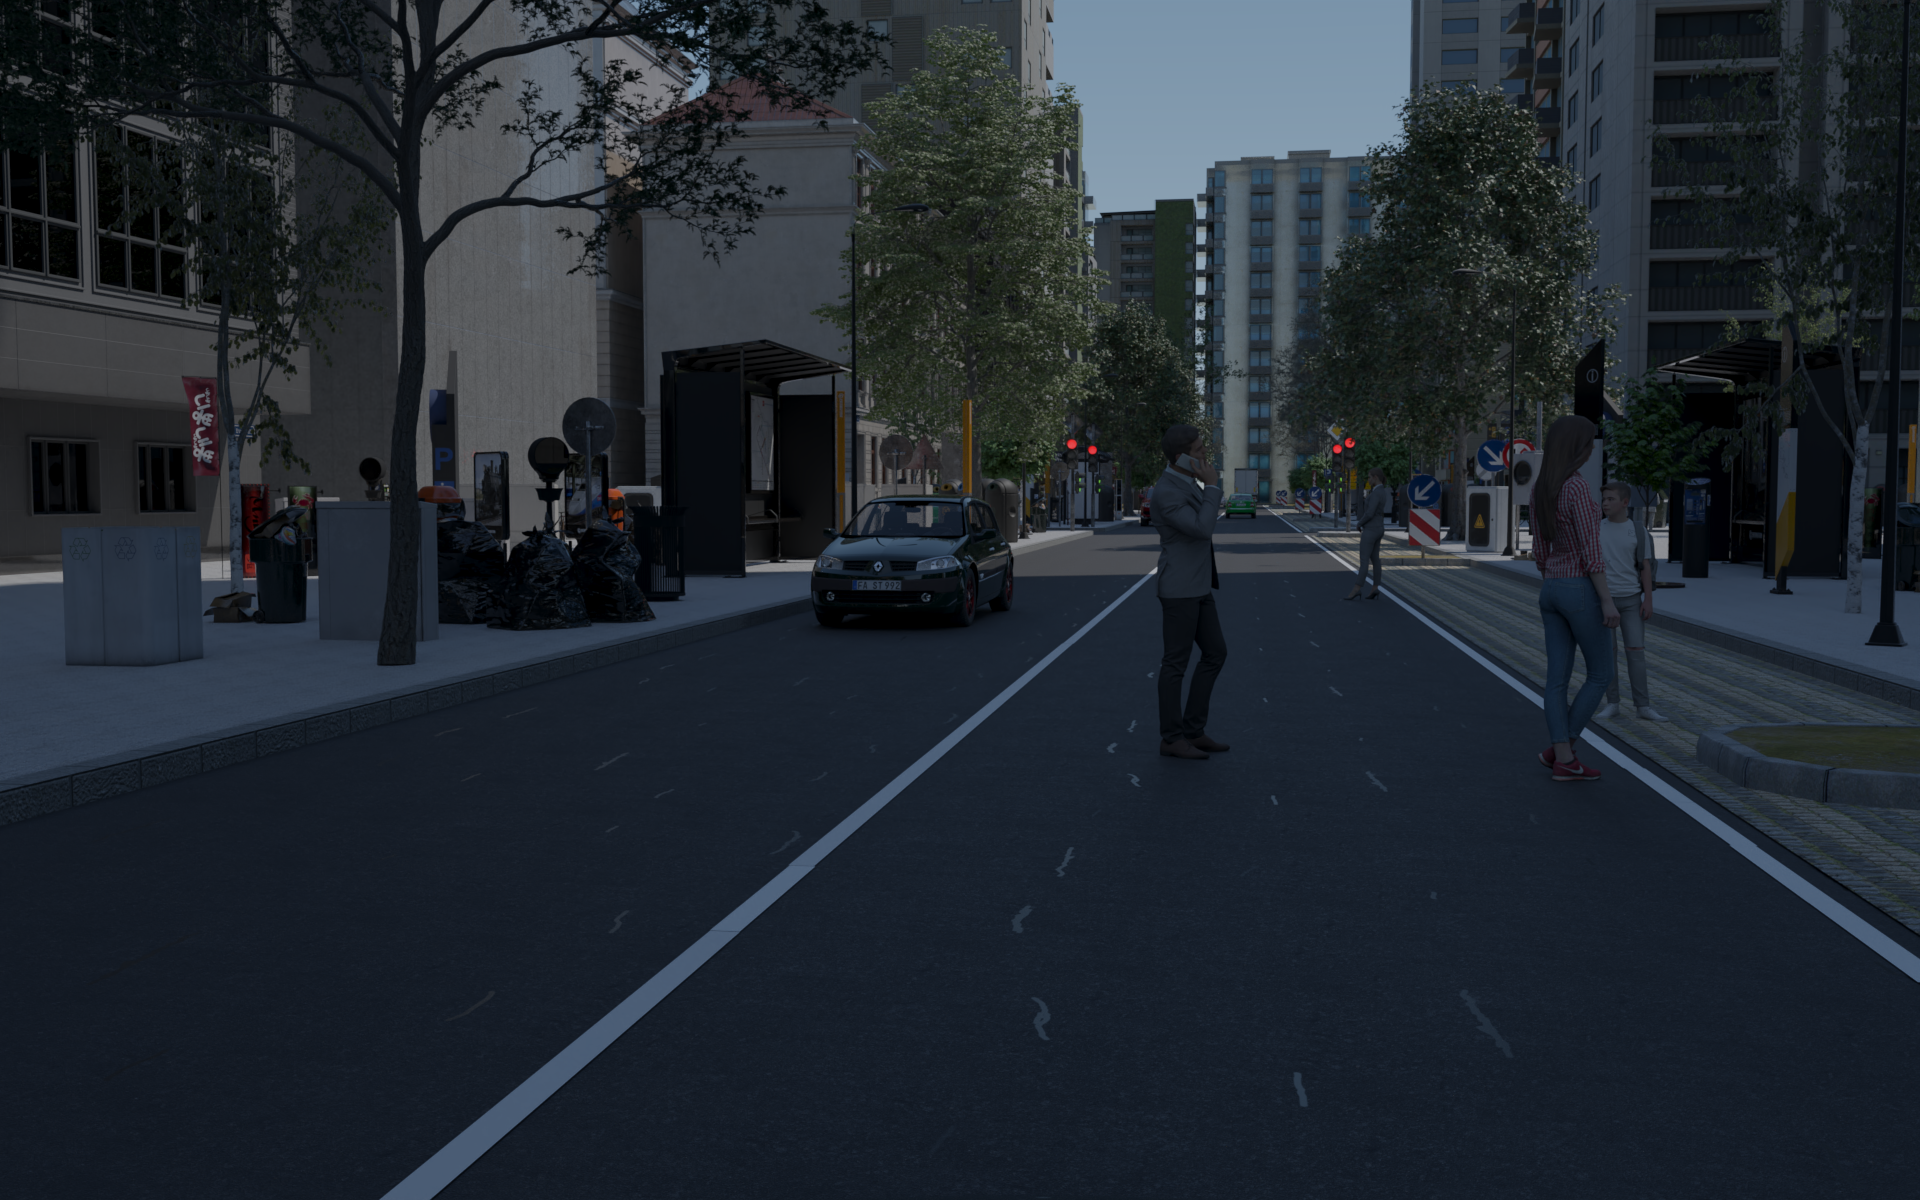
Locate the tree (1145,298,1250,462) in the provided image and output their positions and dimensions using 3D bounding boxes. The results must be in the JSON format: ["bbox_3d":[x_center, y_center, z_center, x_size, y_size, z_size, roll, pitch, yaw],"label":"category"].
[{"bbox_3d":[21.501,-19.018,166.836,12.611,20.169,13.585,0,3,0],"label":"tree"}]

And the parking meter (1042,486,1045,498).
[{"bbox_3d":[6.073,-7.443,127.396,0.255,1.863,0.399,1,4,15],"label":"parking meter"}]

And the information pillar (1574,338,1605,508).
[{"bbox_3d":[9.558,-2.140,26.343,0.183,3.616,0.504,-2,4,-32],"label":"information pillar"}]

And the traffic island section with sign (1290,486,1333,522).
[{"bbox_3d":[18.343,-4.982,90.075,1.989,1.847,2.006,1,4,9],"label":"traffic island section with sign"}]

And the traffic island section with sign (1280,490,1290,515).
[{"bbox_3d":[22.755,-6.608,116.668,1.989,1.847,2.006,1,4,9],"label":"traffic island section with sign"}]

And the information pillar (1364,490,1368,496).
[{"bbox_3d":[32.554,-9.044,139.228,0.504,3.616,0.183,-1,4,-19],"label":"information pillar"}]

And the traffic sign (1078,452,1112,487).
[{"bbox_3d":[6.326,-5.565,84.862,2.265,3.308,0.079,1,4,13],"label":"traffic sign"}]

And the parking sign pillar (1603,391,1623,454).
[{"bbox_3d":[14.909,-3.173,40.344,1.447,3.967,1.447,-1,4,-9],"label":"parking sign pillar"}]

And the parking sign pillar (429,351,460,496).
[{"bbox_3d":[-9.495,-2.661,31.976,1.447,3.967,1.447,-1,4,-13],"label":"parking sign pillar"}]

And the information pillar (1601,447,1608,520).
[{"bbox_3d":[9.992,-1.393,27.274,0.304,2.012,0.304,3,5,39],"label":"information pillar"}]

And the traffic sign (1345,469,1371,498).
[{"bbox_3d":[25.594,-7.123,110.332,2.265,3.308,0.079,1,4,19],"label":"traffic sign"}]

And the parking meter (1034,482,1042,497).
[{"bbox_3d":[3.791,-4.939,86.463,0.255,1.863,0.399,-1,4,-14],"label":"parking meter"}]

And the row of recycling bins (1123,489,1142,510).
[{"bbox_3d":[14.614,-7.953,137.136,3.534,1.692,1.069,1,4,22],"label":"row of recycling bins"}]

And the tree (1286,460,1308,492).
[{"bbox_3d":[27.453,-9.055,131.770,4.285,4.588,4.351,0,3,0],"label":"tree"}]

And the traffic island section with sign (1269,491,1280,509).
[{"bbox_3d":[30.953,-9.637,166.198,1.989,1.847,2.006,1,4,9],"label":"traffic island section with sign"}]

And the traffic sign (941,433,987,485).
[{"bbox_3d":[0.461,-3.881,57.331,2.265,3.308,0.079,1,4,16],"label":"traffic sign"}]

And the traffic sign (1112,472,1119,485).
[{"bbox_3d":[7.387,-5.122,84.927,0.795,2.450,0.064,1,4,10],"label":"traffic sign"}]

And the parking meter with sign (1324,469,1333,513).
[{"bbox_3d":[25.691,-7.604,120.593,0.543,3.016,1.738,1,4,18],"label":"parking meter with sign"}]

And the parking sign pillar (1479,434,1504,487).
[{"bbox_3d":[22.877,-5.266,74.572,1.447,3.967,1.447,-3,5,-41],"label":"parking sign pillar"}]

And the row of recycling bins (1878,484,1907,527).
[{"bbox_3d":[36.046,-3.769,68.737,3.534,1.692,1.069,2,4,32],"label":"row of recycling bins"}]

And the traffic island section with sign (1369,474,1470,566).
[{"bbox_3d":[9.254,-1.627,35.230,1.989,1.847,2.006,1,4,9],"label":"traffic island section with sign"}]

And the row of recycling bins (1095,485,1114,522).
[{"bbox_3d":[6.486,-4.564,81.732,1.069,1.692,3.534,-1,4,-11],"label":"row of recycling bins"}]

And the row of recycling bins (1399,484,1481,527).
[{"bbox_3d":[18.780,-3.704,67.674,3.534,1.692,1.069,-1,4,-15],"label":"row of recycling bins"}]

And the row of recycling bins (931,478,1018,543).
[{"bbox_3d":[0.490,-2.434,46.916,1.069,1.692,3.534,-2,4,-28],"label":"row of recycling bins"}]

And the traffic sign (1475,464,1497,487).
[{"bbox_3d":[19.471,-3.916,64.140,0.768,2.556,0.104,1,4,16],"label":"traffic sign"}]

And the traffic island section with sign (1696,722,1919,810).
[{"bbox_3d":[4.852,0.000,8.635,1.989,1.847,2.006,1,4,9],"label":"traffic island section with sign"}]

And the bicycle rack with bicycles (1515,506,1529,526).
[{"bbox_3d":[22.330,-3.533,71.143,2.925,0.926,2.852,-1,4,-11],"label":"bicycle rack with bicycles"}]

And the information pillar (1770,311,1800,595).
[{"bbox_3d":[10.535,-1.878,22.055,0.183,3.616,0.504,1,4,9],"label":"information pillar"}]

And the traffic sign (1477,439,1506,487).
[{"bbox_3d":[12.430,-2.465,40.403,0.768,2.556,0.104,1,4,13],"label":"traffic sign"}]

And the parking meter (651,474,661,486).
[{"bbox_3d":[-8.990,-2.801,51.514,0.399,1.863,0.255,2,4,26],"label":"parking meter"}]

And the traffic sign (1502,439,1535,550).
[{"bbox_3d":[12.858,-2.433,39.885,0.768,2.556,0.104,1,4,12],"label":"traffic sign"}]

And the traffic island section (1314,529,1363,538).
[{"bbox_3d":[13.004,-2.180,57.930,2.009,0.180,2.903,1,4,9],"label":"traffic island section"}]

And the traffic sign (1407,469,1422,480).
[{"bbox_3d":[23.268,-5.417,88.678,0.768,2.556,0.104,1,4,14],"label":"traffic sign"}]

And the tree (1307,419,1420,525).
[{"bbox_3d":[17.523,-5.374,71.587,4.285,4.588,4.351,0,3,0],"label":"tree"}]

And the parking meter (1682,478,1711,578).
[{"bbox_3d":[11.286,-1.109,26.541,0.372,1.533,0.369,0,3,0],"label":"parking meter"}]

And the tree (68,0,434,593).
[{"bbox_3d":[-8.930,-4.366,21.754,4.360,8.622,3.978,0,3,0],"label":"tree"}]

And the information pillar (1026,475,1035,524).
[{"bbox_3d":[2.878,-4.976,72.719,0.504,3.616,0.183,2,4,27],"label":"information pillar"}]

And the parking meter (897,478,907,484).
[{"bbox_3d":[-2.111,-3.400,61.305,0.399,1.863,0.255,-2,4,-33],"label":"parking meter"}]

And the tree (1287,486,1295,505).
[{"bbox_3d":[41.144,-13.345,212.785,1.663,3.219,1.824,0,3,0],"label":"tree"}]

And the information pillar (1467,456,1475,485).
[{"bbox_3d":[31.377,-7.038,106.423,0.183,3.616,0.504,-3,5,-40],"label":"information pillar"}]

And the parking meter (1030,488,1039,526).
[{"bbox_3d":[3.003,-3.748,69.684,0.372,1.533,0.369,0,3,0],"label":"parking meter"}]

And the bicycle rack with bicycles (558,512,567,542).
[{"bbox_3d":[-9.000,-1.761,42.175,2.852,0.926,2.925,-1,4,-17],"label":"bicycle rack with bicycles"}]

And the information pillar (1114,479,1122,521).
[{"bbox_3d":[7.687,-4.871,84.140,0.304,2.012,0.304,-1,4,-12],"label":"information pillar"}]

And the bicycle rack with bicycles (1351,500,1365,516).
[{"bbox_3d":[23.566,-5.285,99.795,2.852,0.926,2.925,-3,5,-44],"label":"bicycle rack with bicycles"}]

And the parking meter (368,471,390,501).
[{"bbox_3d":[-12.333,-1.900,36.782,0.399,1.863,0.255,1,4,13],"label":"parking meter"}]

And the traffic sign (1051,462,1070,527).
[{"bbox_3d":[3.922,-4.155,68.038,0.768,2.556,0.104,1,4,15],"label":"traffic sign"}]

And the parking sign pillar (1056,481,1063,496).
[{"bbox_3d":[6.888,-7.583,112.451,1.447,3.967,1.447,3,4,39],"label":"parking sign pillar"}]

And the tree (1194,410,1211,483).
[{"bbox_3d":[23.438,-16.367,185.728,7.486,12.596,7.792,0,3,0],"label":"tree"}]

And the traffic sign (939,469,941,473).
[{"bbox_3d":[-0.344,-3.571,58.492,0.768,2.556,0.104,1,4,17],"label":"traffic sign"}]

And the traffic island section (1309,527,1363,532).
[{"bbox_3d":[14.309,-2.662,65.808,2.009,0.180,2.903,1,4,9],"label":"traffic island section"}]

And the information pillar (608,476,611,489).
[{"bbox_3d":[-14.579,-4.104,71.588,0.304,2.012,0.304,0,4,-3],"label":"information pillar"}]

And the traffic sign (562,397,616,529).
[{"bbox_3d":[-4.887,-1.387,22.789,0.768,2.556,0.104,1,4,13],"label":"traffic sign"}]

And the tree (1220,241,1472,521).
[{"bbox_3d":[19.301,-10.529,82.513,12.009,13.543,11.850,0,3,0],"label":"tree"}]

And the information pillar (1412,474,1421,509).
[{"bbox_3d":[16.951,-3.660,64.325,0.304,2.012,0.304,2,4,27],"label":"information pillar"}]

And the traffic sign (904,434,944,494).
[{"bbox_3d":[-0.775,-2.287,37.397,0.884,2.594,0.081,1,4,13],"label":"traffic sign"}]

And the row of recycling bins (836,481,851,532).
[{"bbox_3d":[-3.728,-2.869,54.014,1.069,1.692,3.534,0,4,1],"label":"row of recycling bins"}]

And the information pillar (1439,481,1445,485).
[{"bbox_3d":[26.587,-5.584,95.792,0.304,2.012,0.304,-3,5,-41],"label":"information pillar"}]

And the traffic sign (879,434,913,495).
[{"bbox_3d":[-1.374,-2.254,36.961,0.768,2.556,0.104,1,4,16],"label":"traffic sign"}]

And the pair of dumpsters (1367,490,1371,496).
[{"bbox_3d":[27.478,-6.756,112.957,1.574,2.255,4.437,1,4,10],"label":"pair of dumpsters"}]
